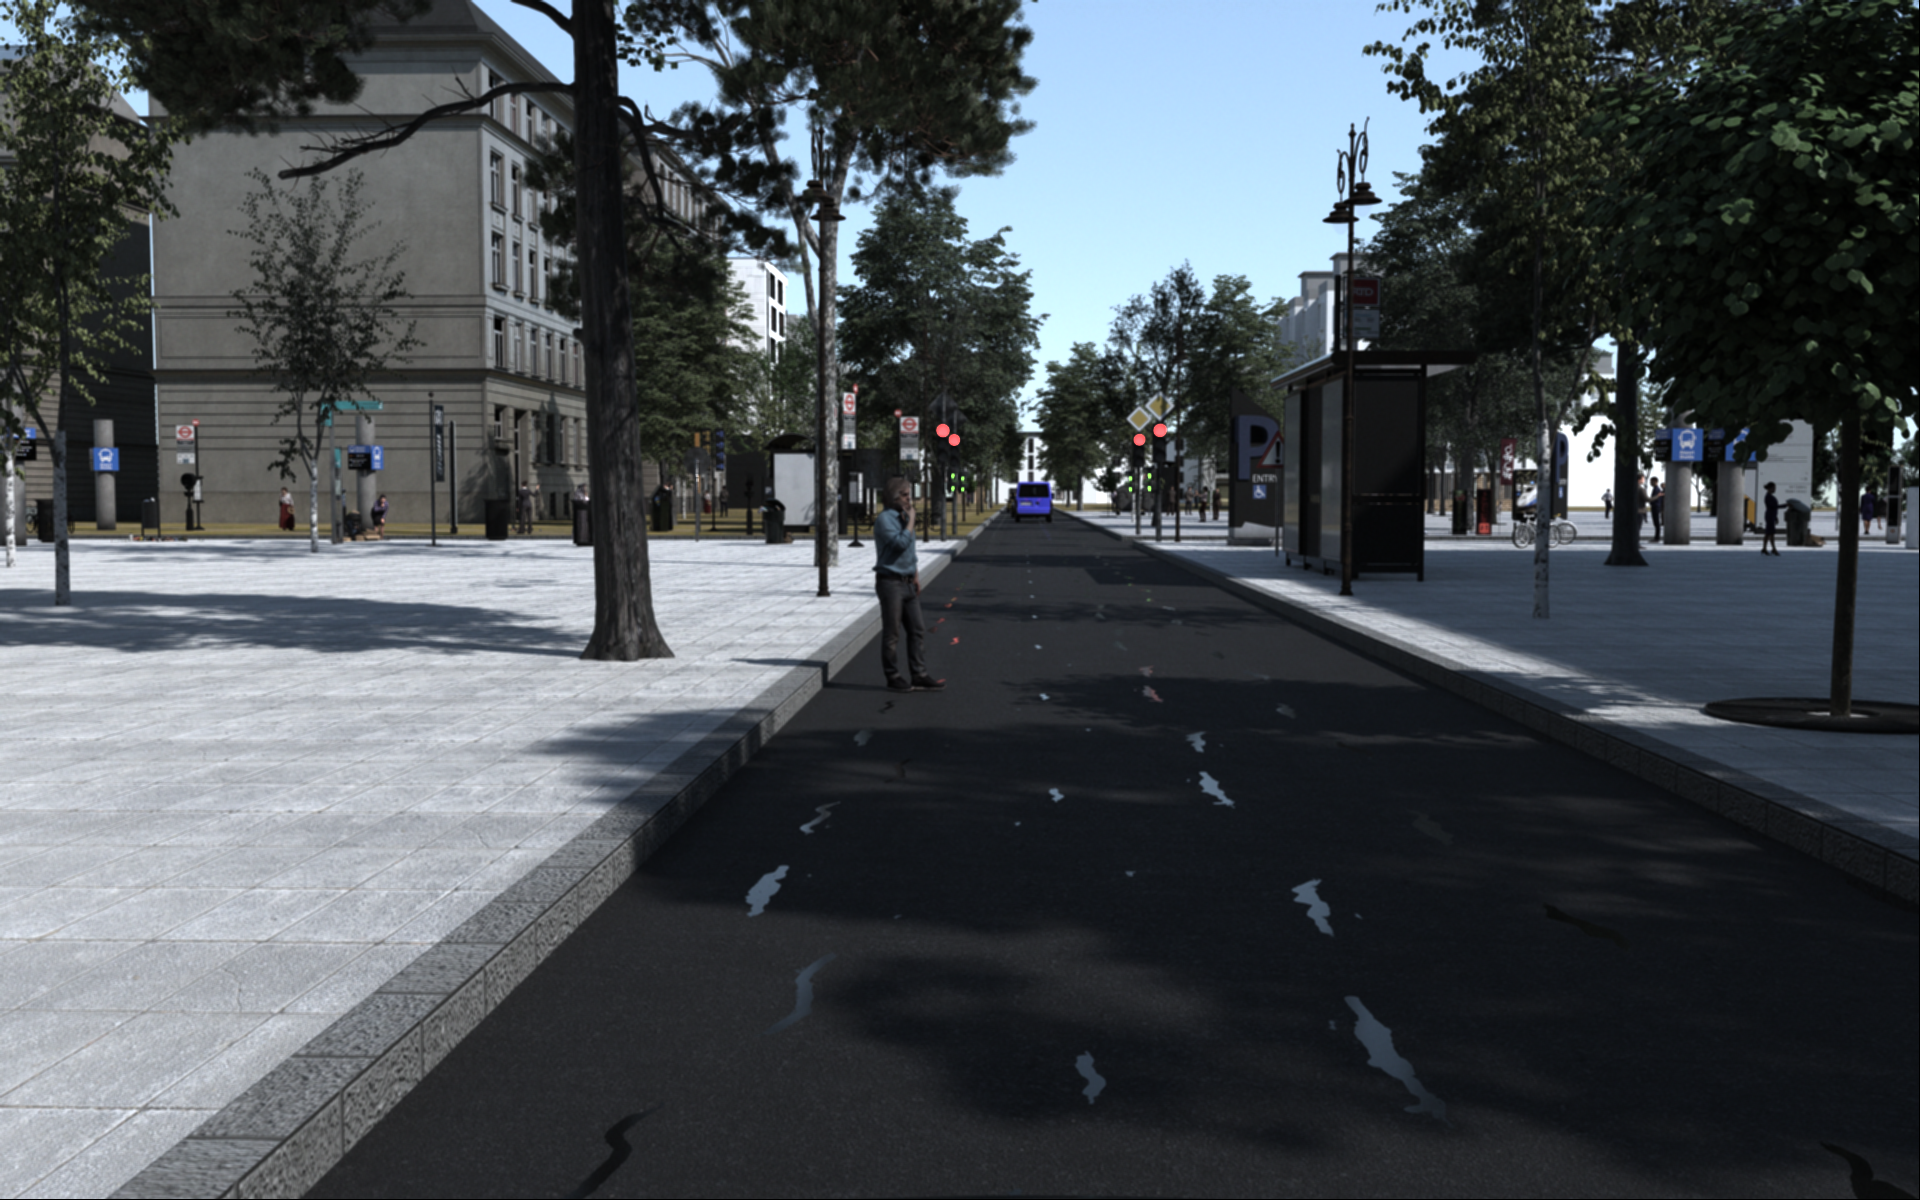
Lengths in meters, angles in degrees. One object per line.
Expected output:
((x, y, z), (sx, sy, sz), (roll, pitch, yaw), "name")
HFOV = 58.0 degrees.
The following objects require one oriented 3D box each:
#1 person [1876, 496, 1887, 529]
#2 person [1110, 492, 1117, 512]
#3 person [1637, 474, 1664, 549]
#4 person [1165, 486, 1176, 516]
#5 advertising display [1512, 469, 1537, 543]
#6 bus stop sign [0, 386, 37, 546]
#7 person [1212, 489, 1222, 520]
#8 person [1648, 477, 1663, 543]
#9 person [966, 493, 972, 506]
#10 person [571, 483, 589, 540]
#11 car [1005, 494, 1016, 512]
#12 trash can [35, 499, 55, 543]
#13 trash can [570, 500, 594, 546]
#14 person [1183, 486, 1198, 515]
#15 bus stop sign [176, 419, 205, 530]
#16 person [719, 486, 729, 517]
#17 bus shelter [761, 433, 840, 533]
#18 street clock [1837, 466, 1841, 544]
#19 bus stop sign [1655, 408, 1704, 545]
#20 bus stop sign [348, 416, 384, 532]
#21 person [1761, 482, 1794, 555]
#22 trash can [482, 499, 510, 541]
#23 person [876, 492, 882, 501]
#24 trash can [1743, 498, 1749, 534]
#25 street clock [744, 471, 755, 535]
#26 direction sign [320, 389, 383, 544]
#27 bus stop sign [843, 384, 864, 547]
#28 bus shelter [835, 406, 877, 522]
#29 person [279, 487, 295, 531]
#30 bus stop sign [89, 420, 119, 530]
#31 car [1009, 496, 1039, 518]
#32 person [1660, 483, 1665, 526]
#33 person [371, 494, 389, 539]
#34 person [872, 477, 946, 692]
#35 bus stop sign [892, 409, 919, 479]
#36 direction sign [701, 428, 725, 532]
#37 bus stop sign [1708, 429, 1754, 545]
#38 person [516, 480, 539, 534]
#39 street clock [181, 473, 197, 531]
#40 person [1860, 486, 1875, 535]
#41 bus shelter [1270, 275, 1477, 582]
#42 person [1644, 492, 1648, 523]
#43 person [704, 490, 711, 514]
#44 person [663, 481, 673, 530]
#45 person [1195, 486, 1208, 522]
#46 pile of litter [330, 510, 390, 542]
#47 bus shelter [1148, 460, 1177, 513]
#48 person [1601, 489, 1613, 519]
((33.715, -3.281, 62.884), (0.799, 1.438, 0.628), (2, 4, 26), "person")
((11.096, -7.176, 124.301), (0.436, 1.711, 0.756), (-1, 4, -22), "person")
((16.015, -2.079, 40.560), (0.750, 1.759, 0.617), (0, 4, -3), "person")
((12.426, -5.843, 102.266), (0.565, 1.739, 0.600), (-3, 5, -41), "person")
((14.853, -2.451, 45.290), (0.974, 1.923, 0.123), (-2, 4, -25), "advertising display")
((-23.351, -3.276, 42.576), (0.837, 3.901, 0.837), (1, 4, 12), "bus stop sign")
((12.682, -4.719, 85.473), (0.482, 1.546, 0.388), (1, 4, 15), "person")
((18.334, -2.390, 45.822), (0.504, 1.737, 0.576), (1, 4, 19), "person")
((0.914, -10.752, 182.515), (0.721, 1.739, 1.217), (-2, 4, -28), "person")
((-10.839, -2.477, 49.666), (0.621, 1.740, 0.551), (-1, 4, -15), "person")
((4.568, -7.789, 137.580), (2.015, 1.641, 3.980), (0, 4, 1), "car")
((-24.057, -2.089, 45.806), (0.748, 1.137, 0.748), (0, 3, 0), "trash can")
((-9.202, -1.891, 42.566), (0.748, 1.137, 0.748), (0, 3, 0), "trash can")
((14.313, -6.175, 107.529), (0.750, 1.759, 0.617), (-3, 5, -44), "person")
((-27.328, -4.453, 61.514), (0.855, 3.939, 0.416), (-1, 4, -17), "bus stop sign")
((-13.459, -5.619, 98.448), (0.617, 1.759, 0.750), (-1, 4, -18), "person")
((-5.436, -4.028, 59.780), (2.014, 3.302, 5.546), (0, 4, 2), "bus shelter")
((22.631, -2.429, 44.287), (0.471, 2.002, 0.358), (-3, 4, -38), "street clock")
((18.084, -3.338, 43.594), (0.837, 3.901, 0.837), (0, 4, -6), "bus stop sign")
((-20.066, -4.251, 58.525), (0.837, 3.901, 0.837), (1, 4, 10), "bus stop sign")
((17.061, -1.698, 36.171), (0.546, 1.535, 0.453), (1, 4, 15), "person")
((-12.821, -2.218, 47.920), (0.748, 1.137, 0.748), (0, 3, 0), "trash can")
((-7.209, -8.576, 146.784), (1.217, 1.766, 0.721), (-1, 4, -20), "person")
((25.142, -2.715, 56.040), (0.748, 1.137, 0.748), (0, 3, 0), "trash can")
((-6.615, -3.048, 54.412), (0.358, 2.002, 0.471), (-1, 4, -11), "street clock")
((-15.458, -3.396, 44.279), (1.411, 3.948, 2.525), (-1, 4, -8), "direction sign")
((-2.616, -3.245, 41.767), (0.416, 3.939, 0.855), (1, 4, 23), "bus stop sign")
((-5.167, -6.386, 82.039), (2.179, 5.291, 8.768), (0, 4, 2), "bus shelter")
((-23.634, -3.197, 60.784), (0.523, 1.526, 0.387), (-2, 4, -30), "person")
((-30.339, -4.430, 61.444), (0.837, 3.901, 0.837), (-2, 4, -34), "bus stop sign")
((3.954, -5.828, 105.077), (2.009, 1.686, 4.222), (0, 4, 2), "car")
((28.313, -3.860, 69.847), (0.600, 1.739, 0.565), (0, 4, 2), "person")
((-16.624, -2.321, 49.681), (0.421, 1.427, 0.697), (-3, 4, -37), "person")
((-0.417, -0.113, 12.566), (0.499, 1.552, 0.429), (-3, 4, -38), "person")
((-1.728, -4.028, 54.564), (0.855, 3.939, 0.416), (0, 4, -8), "bus stop sign")
((-8.434, -4.111, 59.206), (0.876, 3.537, 0.379), (-3, 4, -38), "direction sign")
((19.415, -3.337, 43.580), (0.837, 3.901, 0.837), (0, 4, -5), "bus stop sign")
((-13.896, -2.988, 55.696), (0.445, 1.727, 0.742), (2, 4, 34), "person")
((-26.910, -3.419, 60.475), (0.471, 2.002, 0.358), (1, 4, 10), "street clock")
((28.843, -2.854, 55.079), (0.453, 1.535, 0.546), (1, 4, 12), "person")
((6.607, -3.173, 29.514), (2.179, 5.291, 8.768), (0, 4, 2), "bus shelter")
((30.359, -4.326, 77.223), (0.683, 1.767, 0.568), (2, 4, 30), "person")
((-15.985, -6.186, 109.647), (0.523, 1.526, 0.387), (1, 4, 16), "person")
((-10.321, -3.308, 60.938), (0.445, 1.727, 0.742), (0, 4, -5), "person")
((11.143, -4.426, 79.872), (0.517, 1.644, 0.566), (-3, 5, -41), "person")
((-16.416, -2.045, 47.395), (1.719, 0.858, 1.176), (-3, 4, -36), "pile of litter")
((14.236, -7.947, 121.215), (1.731, 3.624, 6.357), (0, 4, 2), "bus shelter")
((33.894, -5.043, 90.703), (0.590, 1.554, 0.614), (-3, 5, -44), "person")
